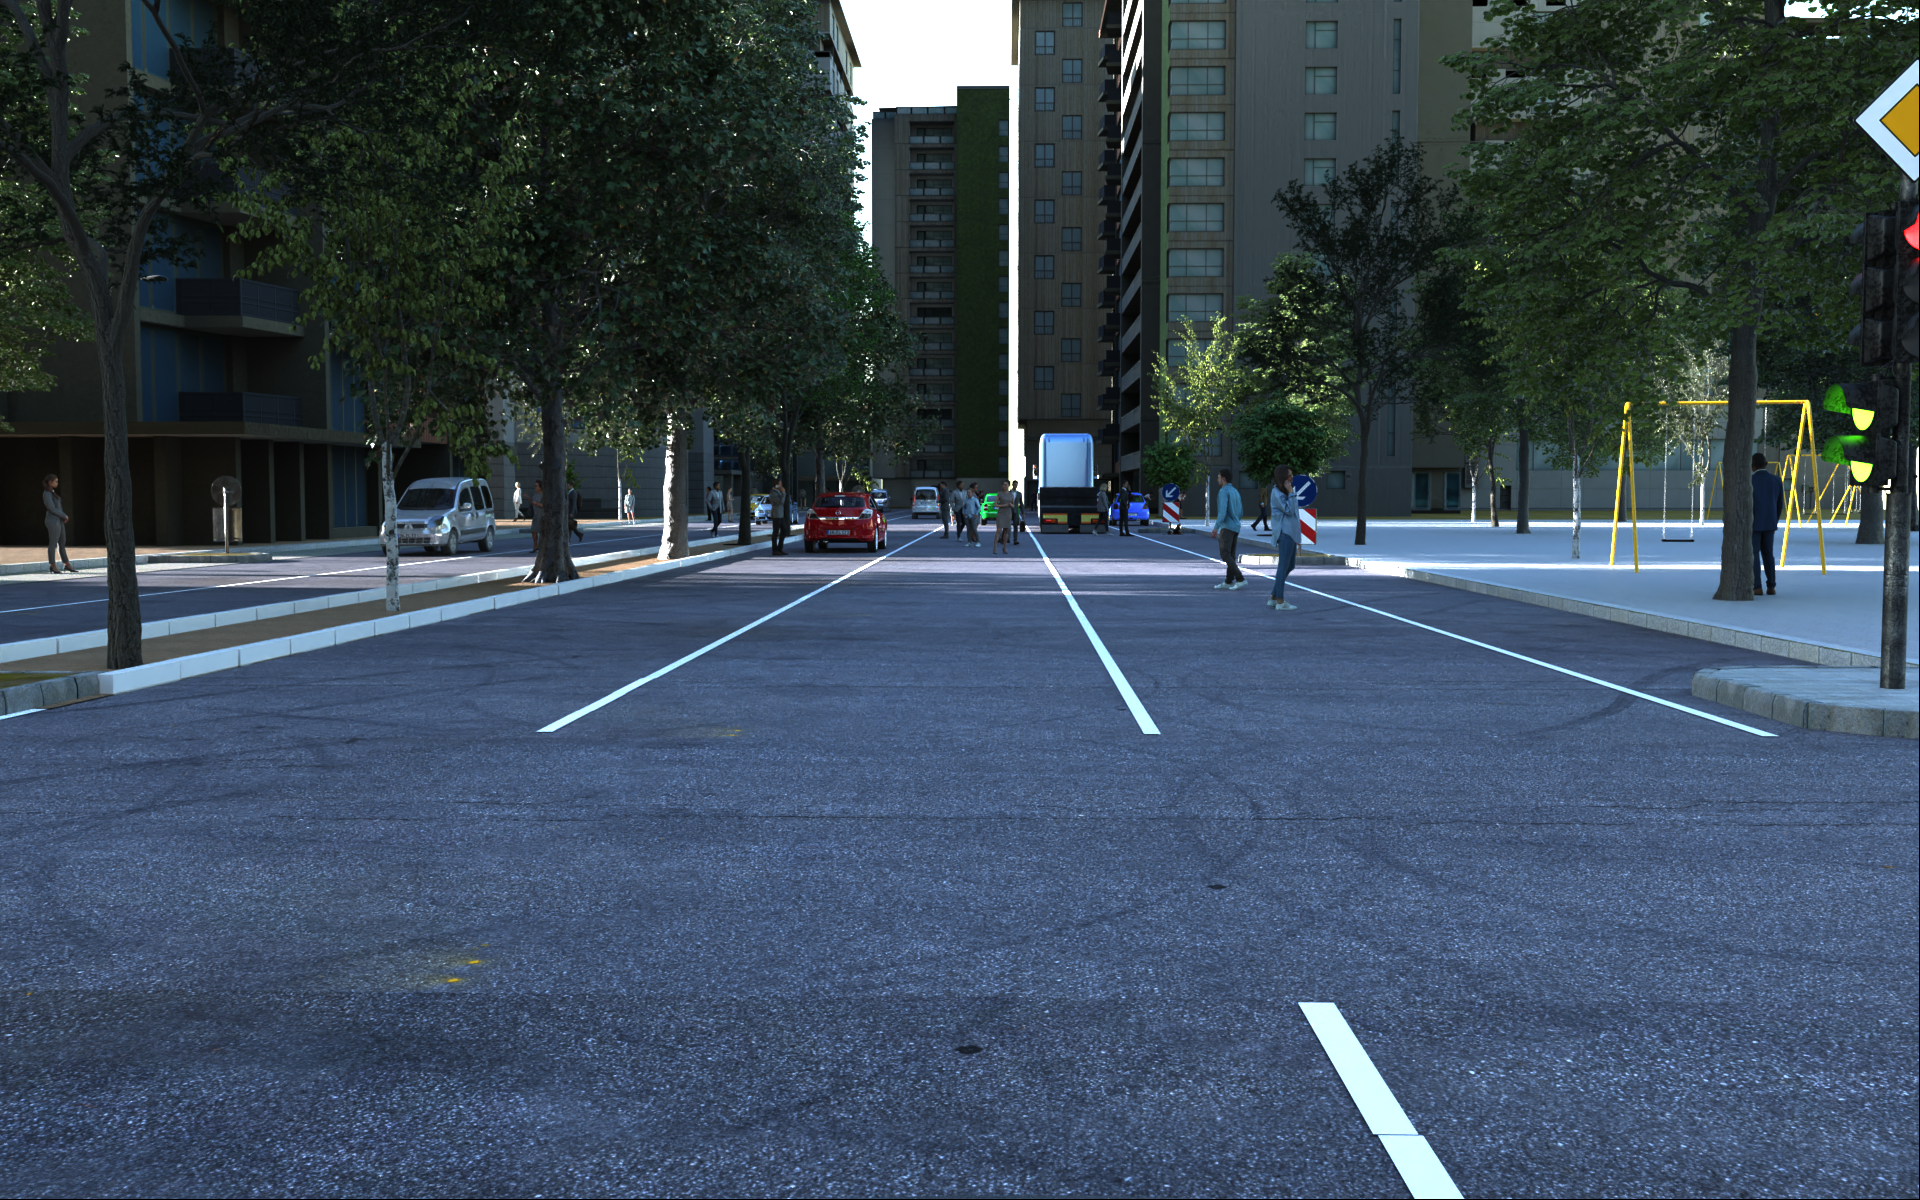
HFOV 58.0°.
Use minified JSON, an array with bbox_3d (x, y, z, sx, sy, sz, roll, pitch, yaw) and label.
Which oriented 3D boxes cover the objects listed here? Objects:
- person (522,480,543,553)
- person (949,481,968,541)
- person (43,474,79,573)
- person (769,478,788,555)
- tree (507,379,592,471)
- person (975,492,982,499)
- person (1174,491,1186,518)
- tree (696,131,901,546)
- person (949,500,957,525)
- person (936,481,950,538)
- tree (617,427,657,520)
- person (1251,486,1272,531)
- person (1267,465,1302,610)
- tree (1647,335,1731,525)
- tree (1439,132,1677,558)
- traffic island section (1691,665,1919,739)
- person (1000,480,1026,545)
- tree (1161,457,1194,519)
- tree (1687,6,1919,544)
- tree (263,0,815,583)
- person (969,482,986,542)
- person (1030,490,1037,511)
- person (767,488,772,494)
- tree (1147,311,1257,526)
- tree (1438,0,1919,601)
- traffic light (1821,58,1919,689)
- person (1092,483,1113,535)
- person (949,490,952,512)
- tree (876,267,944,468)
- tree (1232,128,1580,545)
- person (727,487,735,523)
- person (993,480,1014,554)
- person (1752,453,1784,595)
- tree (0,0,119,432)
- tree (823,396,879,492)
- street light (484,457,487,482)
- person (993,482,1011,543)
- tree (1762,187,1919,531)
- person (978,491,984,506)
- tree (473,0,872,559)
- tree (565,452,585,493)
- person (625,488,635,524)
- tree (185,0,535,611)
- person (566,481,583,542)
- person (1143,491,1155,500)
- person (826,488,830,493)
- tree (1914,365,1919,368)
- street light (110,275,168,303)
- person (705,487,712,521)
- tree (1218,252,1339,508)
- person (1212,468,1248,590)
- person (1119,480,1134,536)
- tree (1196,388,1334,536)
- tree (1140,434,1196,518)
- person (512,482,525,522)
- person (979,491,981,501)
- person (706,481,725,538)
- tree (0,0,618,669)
[{"bbox_3d":[-10.361,-2.038,42.184,0.716,1.782,0.532,3,5,41],"label":"person"},{"bbox_3d":[-0.037,-2.717,52.767,0.661,1.843,0.795,-2,4,-24],"label":"person"},{"bbox_3d":[-16.181,-1.370,31.171,0.573,1.790,0.520,-2,4,-34],"label":"person"},{"bbox_3d":[-4.232,-1.948,40.534,0.473,1.802,0.592,1,4,16],"label":"person"},{"bbox_3d":[-17.657,-7.673,75.811,4.360,8.622,3.978,0,3,0],"label":"tree"},{"bbox_3d":[1.308,-8.291,144.087,1.348,1.821,0.705,2,4,28],"label":"person"},{"bbox_3d":[11.622,-5.013,91.200,0.799,1.438,0.628,2,4,30],"label":"person"},{"bbox_3d":[-5.890,-7.312,47.764,9.928,11.665,9.643,0,3,0],"label":"tree"},{"bbox_3d":[-0.356,-4.021,79.252,0.505,1.210,0.382,-1,4,-9],"label":"person"},{"bbox_3d":[-0.551,-2.919,56.025,0.447,1.846,0.655,0,4,2],"label":"person"},{"bbox_3d":[-16.522,-8.248,85.214,4.737,8.622,4.395,0,3,0],"label":"tree"},{"bbox_3d":[10.535,-3.323,60.282,0.836,1.842,0.656,-1,4,-13],"label":"person"},{"bbox_3d":[4.000,-0.776,21.451,0.793,1.790,0.793,-1,4,-12],"label":"person"},{"bbox_3d":[30.220,-7.371,70.877,4.360,8.622,3.978,0,3,0],"label":"tree"},{"bbox_3d":[12.148,-5.124,34.145,4.737,8.622,4.395,0,3,0],"label":"tree"},{"bbox_3d":[6.189,0.662,11.455,2.009,0.180,2.903,0,4,2],"label":"traffic island section"},{"bbox_3d":[1.490,-2.480,49.016,0.622,1.834,0.822,-1,4,-21],"label":"person"},{"bbox_3d":[11.302,-5.784,89.166,1.663,3.219,1.824,0,3,0],"label":"tree"},{"bbox_3d":[23.571,-8.421,44.331,9.857,13.997,8.962,0,3,0],"label":"tree"},{"bbox_3d":[-6.601,-6.635,27.955,9.611,12.733,9.660,0,3,0],"label":"tree"},{"bbox_3d":[0.489,-2.628,51.829,0.532,1.782,0.716,0,4,7],"label":"person"},{"bbox_3d":[6.208,-8.394,146.191,0.683,1.767,0.568,-3,4,-35],"label":"person"},{"bbox_3d":[-15.581,-8.280,141.872,0.683,1.767,0.568,0,4,1],"label":"person"},{"bbox_3d":[9.666,-7.263,69.117,4.737,8.622,4.395,0,3,0],"label":"tree"},{"bbox_3d":[9.787,-6.258,20.439,7.486,12.596,7.792,0,3,0],"label":"tree"},{"bbox_3d":[6.150,-1.371,11.342,0.839,4.253,0.868,0,4,2],"label":"traffic light"},{"bbox_3d":[4.924,-3.135,59.941,0.728,1.800,0.709,-1,4,-9],"label":"person"},{"bbox_3d":[-0.799,-7.984,139.714,0.551,1.740,0.621,-1,4,-8],"label":"person"},{"bbox_3d":[-5.500,-9.082,67.958,9.611,12.733,9.660,0,3,0],"label":"tree"},{"bbox_3d":[10.474,-6.682,43.660,7.601,10.594,8.767,-1,4,-18],"label":"tree"},{"bbox_3d":[-11.564,-4.803,87.370,0.374,1.781,0.599,-1,4,-21],"label":"person"},{"bbox_3d":[1.058,-2.002,41.575,0.599,1.781,0.374,-1,4,-19],"label":"person"},{"bbox_3d":[10.165,-0.963,21.974,0.721,1.800,0.419,-1,4,-17],"label":"person"},{"bbox_3d":[-18.900,-6.882,30.654,7.486,12.596,7.792,0,3,0],"label":"tree"},{"bbox_3d":[-5.130,-7.493,75.335,4.737,8.622,4.395,0,3,0],"label":"tree"},{"bbox_3d":[-16.781,-5.539,63.109,1.470,5.913,1.316,0,4,2],"label":"street light"},{"bbox_3d":[1.265,-2.577,50.836,0.583,1.804,0.606,2,4,34],"label":"person"},{"bbox_3d":[32.985,-8.746,60.002,9.611,12.733,9.660,0,3,0],"label":"tree"},{"bbox_3d":[1.824,-8.847,153.949,0.742,1.727,0.445,3,4,37],"label":"person"},{"bbox_3d":[-6.283,-7.866,37.727,9.857,13.997,8.962,0,3,0],"label":"tree"},{"bbox_3d":[-18.060,-5.212,79.818,1.663,3.219,1.824,0,3,0],"label":"tree"},{"bbox_3d":[-15.495,-4.395,81.361,0.512,1.701,0.522,0,4,-5],"label":"person"},{"bbox_3d":[-6.878,-4.147,20.619,4.737,8.622,4.395,0,3,0],"label":"tree"},{"bbox_3d":[-11.499,-2.625,51.388,0.822,1.834,0.622,-3,4,-37],"label":"person"},{"bbox_3d":[11.170,-5.758,103.367,0.799,1.438,0.628,-3,5,-39],"label":"person"},{"bbox_3d":[-8.123,-5.973,106.164,0.705,1.823,1.348,-1,4,-16],"label":"person"},{"bbox_3d":[20.820,-5.126,34.169,4.360,8.622,3.978,0,3,0],"label":"tree"},{"bbox_3d":[-17.515,-3.938,36.933,1.470,5.913,1.316,0,4,2],"label":"street light"},{"bbox_3d":[-13.410,-5.130,92.310,0.705,1.831,1.348,0,4,-4],"label":"person"},{"bbox_3d":[15.911,-9.997,81.585,7.486,12.596,7.792,0,3,0],"label":"tree"},{"bbox_3d":[4.090,-1.075,26.099,0.620,1.820,0.660,2,4,30],"label":"person"},{"bbox_3d":[5.653,-3.123,58.927,0.474,1.900,0.648,0,4,-7],"label":"person"},{"bbox_3d":[9.745,-4.241,53.057,4.285,4.588,4.351,0,3,0],"label":"tree"},{"bbox_3d":[11.395,-6.807,95.013,4.285,4.588,4.351,0,3,0],"label":"tree"},{"bbox_3d":[-20.560,-4.578,80.765,0.514,1.842,0.818,3,5,43],"label":"person"},{"bbox_3d":[1.794,-9.307,161.392,0.721,1.735,1.217,1,4,20],"label":"person"},{"bbox_3d":[-7.993,-2.939,56.397,0.795,1.843,0.661,3,5,45],"label":"person"},{"bbox_3d":[-6.806,-4.731,14.215,8.767,10.594,7.601,0,4,2],"label":"tree"}]
